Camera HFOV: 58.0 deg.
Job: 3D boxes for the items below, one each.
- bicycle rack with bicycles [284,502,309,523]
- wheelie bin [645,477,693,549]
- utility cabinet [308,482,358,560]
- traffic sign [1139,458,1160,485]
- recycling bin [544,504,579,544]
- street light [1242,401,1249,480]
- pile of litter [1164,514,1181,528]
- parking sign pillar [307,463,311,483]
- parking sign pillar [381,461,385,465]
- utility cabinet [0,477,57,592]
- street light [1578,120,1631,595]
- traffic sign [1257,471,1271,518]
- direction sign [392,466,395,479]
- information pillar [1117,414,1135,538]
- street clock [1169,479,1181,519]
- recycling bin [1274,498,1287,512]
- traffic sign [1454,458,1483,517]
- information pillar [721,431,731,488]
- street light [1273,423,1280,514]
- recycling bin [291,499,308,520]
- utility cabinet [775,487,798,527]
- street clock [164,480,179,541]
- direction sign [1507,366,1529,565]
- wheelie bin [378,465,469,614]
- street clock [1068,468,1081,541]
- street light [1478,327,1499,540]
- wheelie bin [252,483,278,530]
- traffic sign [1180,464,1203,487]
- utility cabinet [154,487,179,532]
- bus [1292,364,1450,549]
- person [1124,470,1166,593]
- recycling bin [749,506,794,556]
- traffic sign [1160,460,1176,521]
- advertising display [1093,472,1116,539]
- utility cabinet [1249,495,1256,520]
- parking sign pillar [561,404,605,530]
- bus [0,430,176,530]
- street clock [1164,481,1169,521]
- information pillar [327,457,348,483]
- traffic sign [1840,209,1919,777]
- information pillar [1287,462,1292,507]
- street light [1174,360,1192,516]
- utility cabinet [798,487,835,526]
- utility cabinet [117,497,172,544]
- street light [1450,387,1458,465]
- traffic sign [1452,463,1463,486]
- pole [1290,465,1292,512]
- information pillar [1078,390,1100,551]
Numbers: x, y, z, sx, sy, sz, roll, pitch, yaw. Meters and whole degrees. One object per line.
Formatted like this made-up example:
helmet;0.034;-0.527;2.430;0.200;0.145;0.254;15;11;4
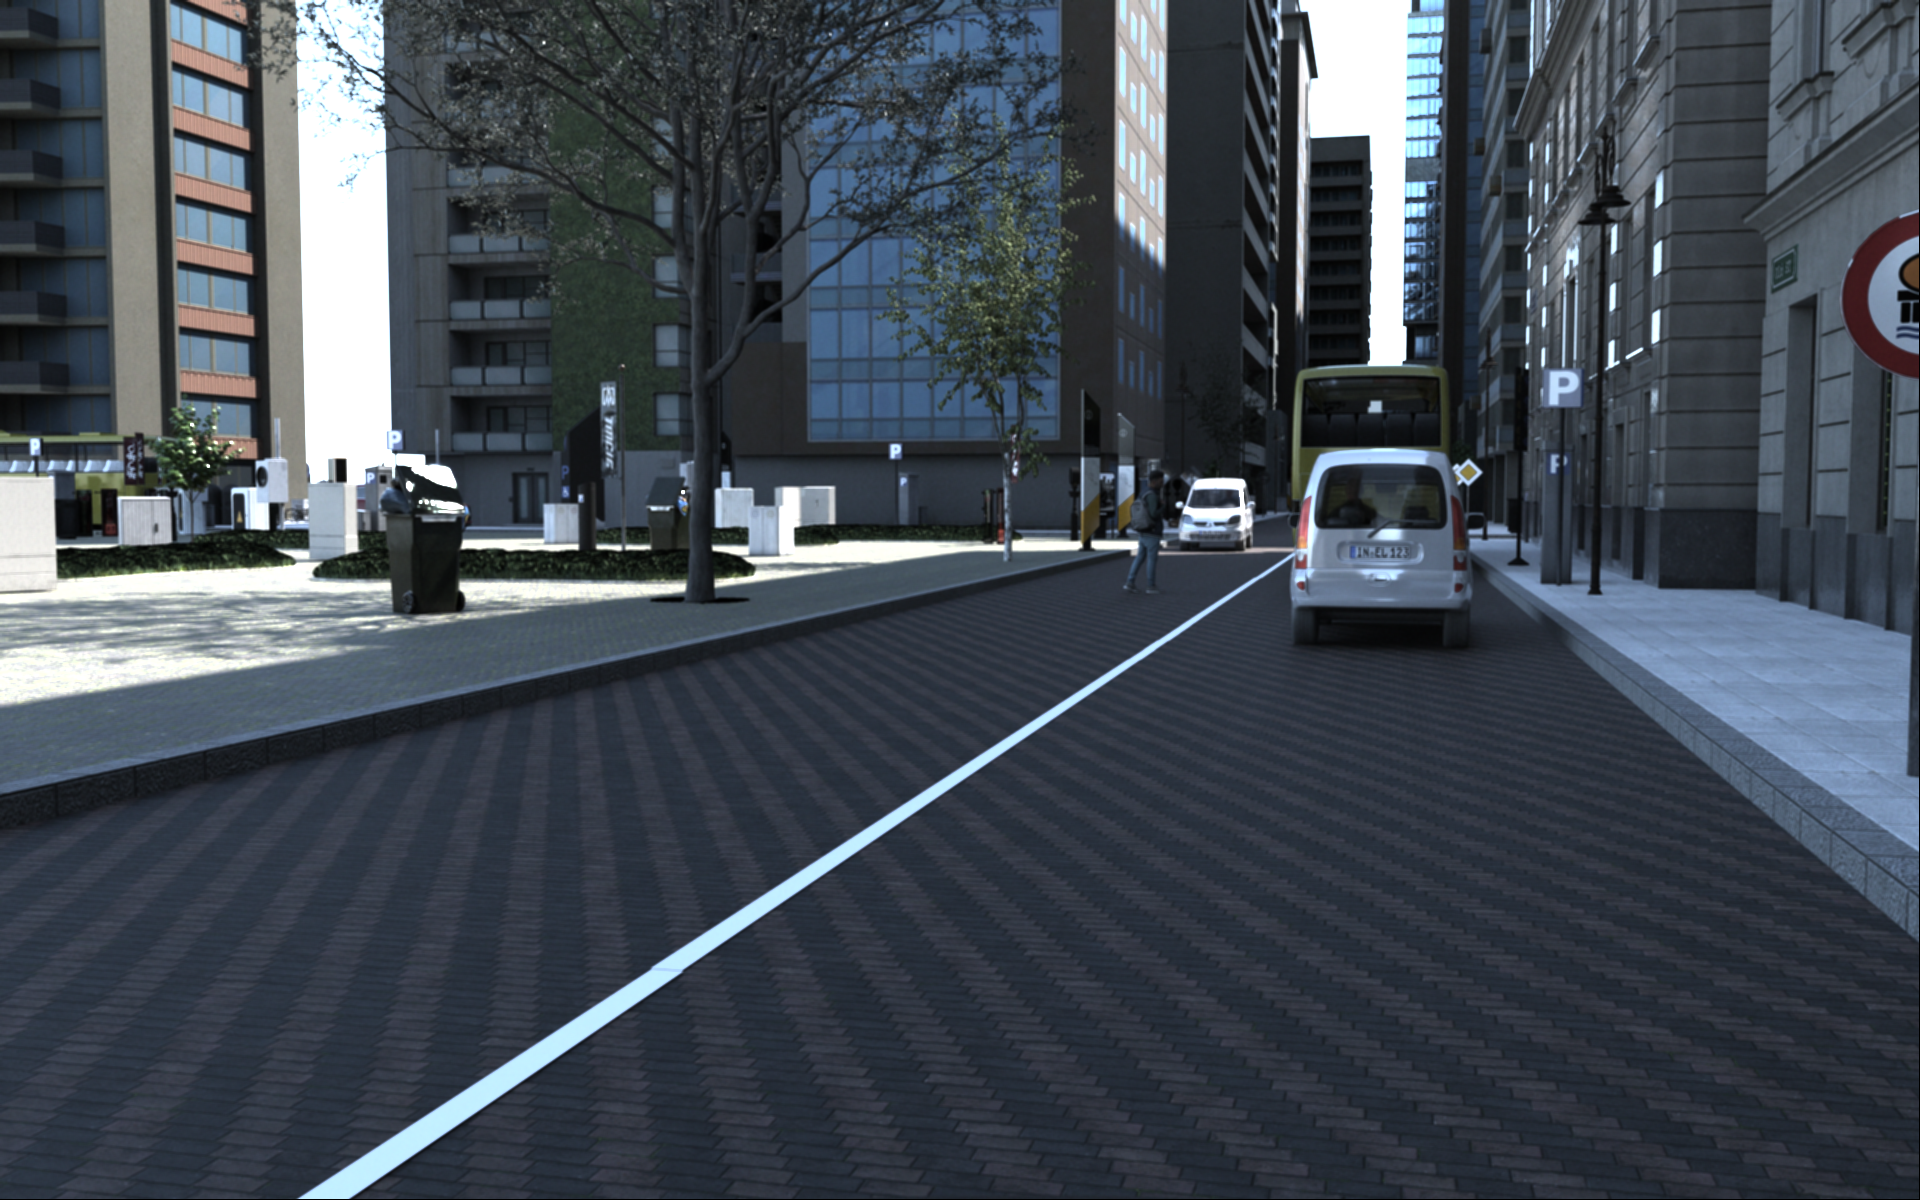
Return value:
bicycle rack with bicycles;-29.120;-3.947;77.910;2.925;0.926;2.852;1;4;15
wheelie bin;-5.279;-1.440;31.446;0.980;1.594;0.693;2;4;25
utility cabinet;-12.057;-1.508;33.329;1.173;1.500;0.318;3;4;37
traffic sign;5.376;-2.884;49.288;0.606;2.300;0.079;1;4;20
recycling bin;-10.250;-1.960;44.593;0.722;1.027;0.722;-3;4;-36
street light;14.095;-6.929;86.069;0.468;5.910;1.993;1;4;14
pile of litter;8.497;-3.204;66.356;1.719;0.858;1.176;-1;4;-13
parking sign pillar;-39.647;-7.093;104.439;1.447;3.967;1.447;1;4;9
parking sign pillar;-47.794;-9.473;143.358;1.447;3.967;1.447;-3;5;-42
utility cabinet;-12.384;-0.842;22.441;0.318;1.500;1.173;2;4;35
street light;8.106;-3.006;21.931;0.468;5.910;1.993;1;4;14
traffic sign;16.608;-5.789;94.755;0.768;2.556;0.104;1;4;21
direction sign;-45.326;-8.981;138.836;0.876;3.537;0.379;-1;4;-16
information pillar;4.841;-3.617;50.489;0.504;3.616;0.183;1;4;21
street clock;10.413;-4.796;82.982;0.471;2.002;0.358;1;4;12
recycling bin;23.394;-6.956;126.290;0.722;1.027;0.722;2;4;35
traffic sign;14.249;-2.749;48.592;0.795;2.450;0.064;1;4;14
information pillar;-8.630;-4.440;63.941;0.504;3.616;0.183;3;5;44
street light;20.481;-8.531;112.262;0.468;5.910;1.993;1;4;14
recycling bin;-32.881;-4.523;86.498;0.722;1.027;0.722;1;4;16
utility cabinet;-5.292;-2.744;53.545;0.318;1.500;1.173;2;4;27
street clock;-21.330;-2.588;46.884;0.358;2.002;0.471;-2;4;-27
direction sign;10.084;-2.396;31.172;0.379;3.537;0.876;2;4;32
wheelie bin;-5.837;-0.664;18.764;0.693;1.594;0.980;3;5;42
street clock;3.130;-2.614;47.307;0.358;2.002;0.471;0;4;-5
street light;14.628;-4.606;48.091;0.468;5.910;1.993;1;4;14
wheelie bin;-20.137;-2.584;50.151;0.693;1.594;0.980;2;4;27
traffic sign;7.806;-3.350;58.407;0.795;2.450;0.064;1;4;14
utility cabinet;-25.834;-2.955;56.991;1.173;1.500;0.318;-1;4;-11
bus;8.194;-2.617;34.332;2.896;3.916;12.252;1;4;14
person;2.746;-0.993;25.086;0.721;1.781;0.623;-2;4;-28
recycling bin;-3.925;-1.436;36.038;0.722;1.027;0.722;1;4;22
traffic sign;5.905;-2.875;50.650;0.795;2.450;0.064;1;4;14
advertising display;4.024;-2.729;49.831;0.974;1.923;0.123;-2;4;-24
utility cabinet;14.386;-4.529;85.203;0.306;1.237;1.020;1;4;11
parking sign pillar;-11.223;-3.856;51.519;1.447;3.967;1.447;3;4;39
bus;-35.129;-4.475;64.716;12.252;3.916;2.896;1;4;14
street clock;9.982;-4.817;83.323;0.358;2.002;0.471;0;4;6
information pillar;-12.412;-1.841;34.584;0.304;2.012;0.304;3;5;44
traffic sign;4.356;-0.471;7.806;0.768;2.556;0.104;1;4;18
information pillar;23.388;-8.027;122.603;0.183;3.616;0.504;-3;4;-38
street light;7.697;-5.327;59.878;0.468;5.910;1.993;1;4;14
utility cabinet;-4.284;-2.660;52.170;1.173;1.500;0.318;3;5;40
utility cabinet;-17.686;-1.616;37.588;1.020;1.237;0.306;-3;5;-43
street light;21.340;-6.267;75.252;0.468;5.910;1.993;1;4;14
traffic sign;16.149;-3.224;56.349;0.795;2.450;0.064;1;4;14
pole;23.308;-7.813;121.580;0.158;3.312;0.155;0;3;0
information pillar;2.932;-2.916;39.025;0.504;3.616;0.183;-2;4;-33
